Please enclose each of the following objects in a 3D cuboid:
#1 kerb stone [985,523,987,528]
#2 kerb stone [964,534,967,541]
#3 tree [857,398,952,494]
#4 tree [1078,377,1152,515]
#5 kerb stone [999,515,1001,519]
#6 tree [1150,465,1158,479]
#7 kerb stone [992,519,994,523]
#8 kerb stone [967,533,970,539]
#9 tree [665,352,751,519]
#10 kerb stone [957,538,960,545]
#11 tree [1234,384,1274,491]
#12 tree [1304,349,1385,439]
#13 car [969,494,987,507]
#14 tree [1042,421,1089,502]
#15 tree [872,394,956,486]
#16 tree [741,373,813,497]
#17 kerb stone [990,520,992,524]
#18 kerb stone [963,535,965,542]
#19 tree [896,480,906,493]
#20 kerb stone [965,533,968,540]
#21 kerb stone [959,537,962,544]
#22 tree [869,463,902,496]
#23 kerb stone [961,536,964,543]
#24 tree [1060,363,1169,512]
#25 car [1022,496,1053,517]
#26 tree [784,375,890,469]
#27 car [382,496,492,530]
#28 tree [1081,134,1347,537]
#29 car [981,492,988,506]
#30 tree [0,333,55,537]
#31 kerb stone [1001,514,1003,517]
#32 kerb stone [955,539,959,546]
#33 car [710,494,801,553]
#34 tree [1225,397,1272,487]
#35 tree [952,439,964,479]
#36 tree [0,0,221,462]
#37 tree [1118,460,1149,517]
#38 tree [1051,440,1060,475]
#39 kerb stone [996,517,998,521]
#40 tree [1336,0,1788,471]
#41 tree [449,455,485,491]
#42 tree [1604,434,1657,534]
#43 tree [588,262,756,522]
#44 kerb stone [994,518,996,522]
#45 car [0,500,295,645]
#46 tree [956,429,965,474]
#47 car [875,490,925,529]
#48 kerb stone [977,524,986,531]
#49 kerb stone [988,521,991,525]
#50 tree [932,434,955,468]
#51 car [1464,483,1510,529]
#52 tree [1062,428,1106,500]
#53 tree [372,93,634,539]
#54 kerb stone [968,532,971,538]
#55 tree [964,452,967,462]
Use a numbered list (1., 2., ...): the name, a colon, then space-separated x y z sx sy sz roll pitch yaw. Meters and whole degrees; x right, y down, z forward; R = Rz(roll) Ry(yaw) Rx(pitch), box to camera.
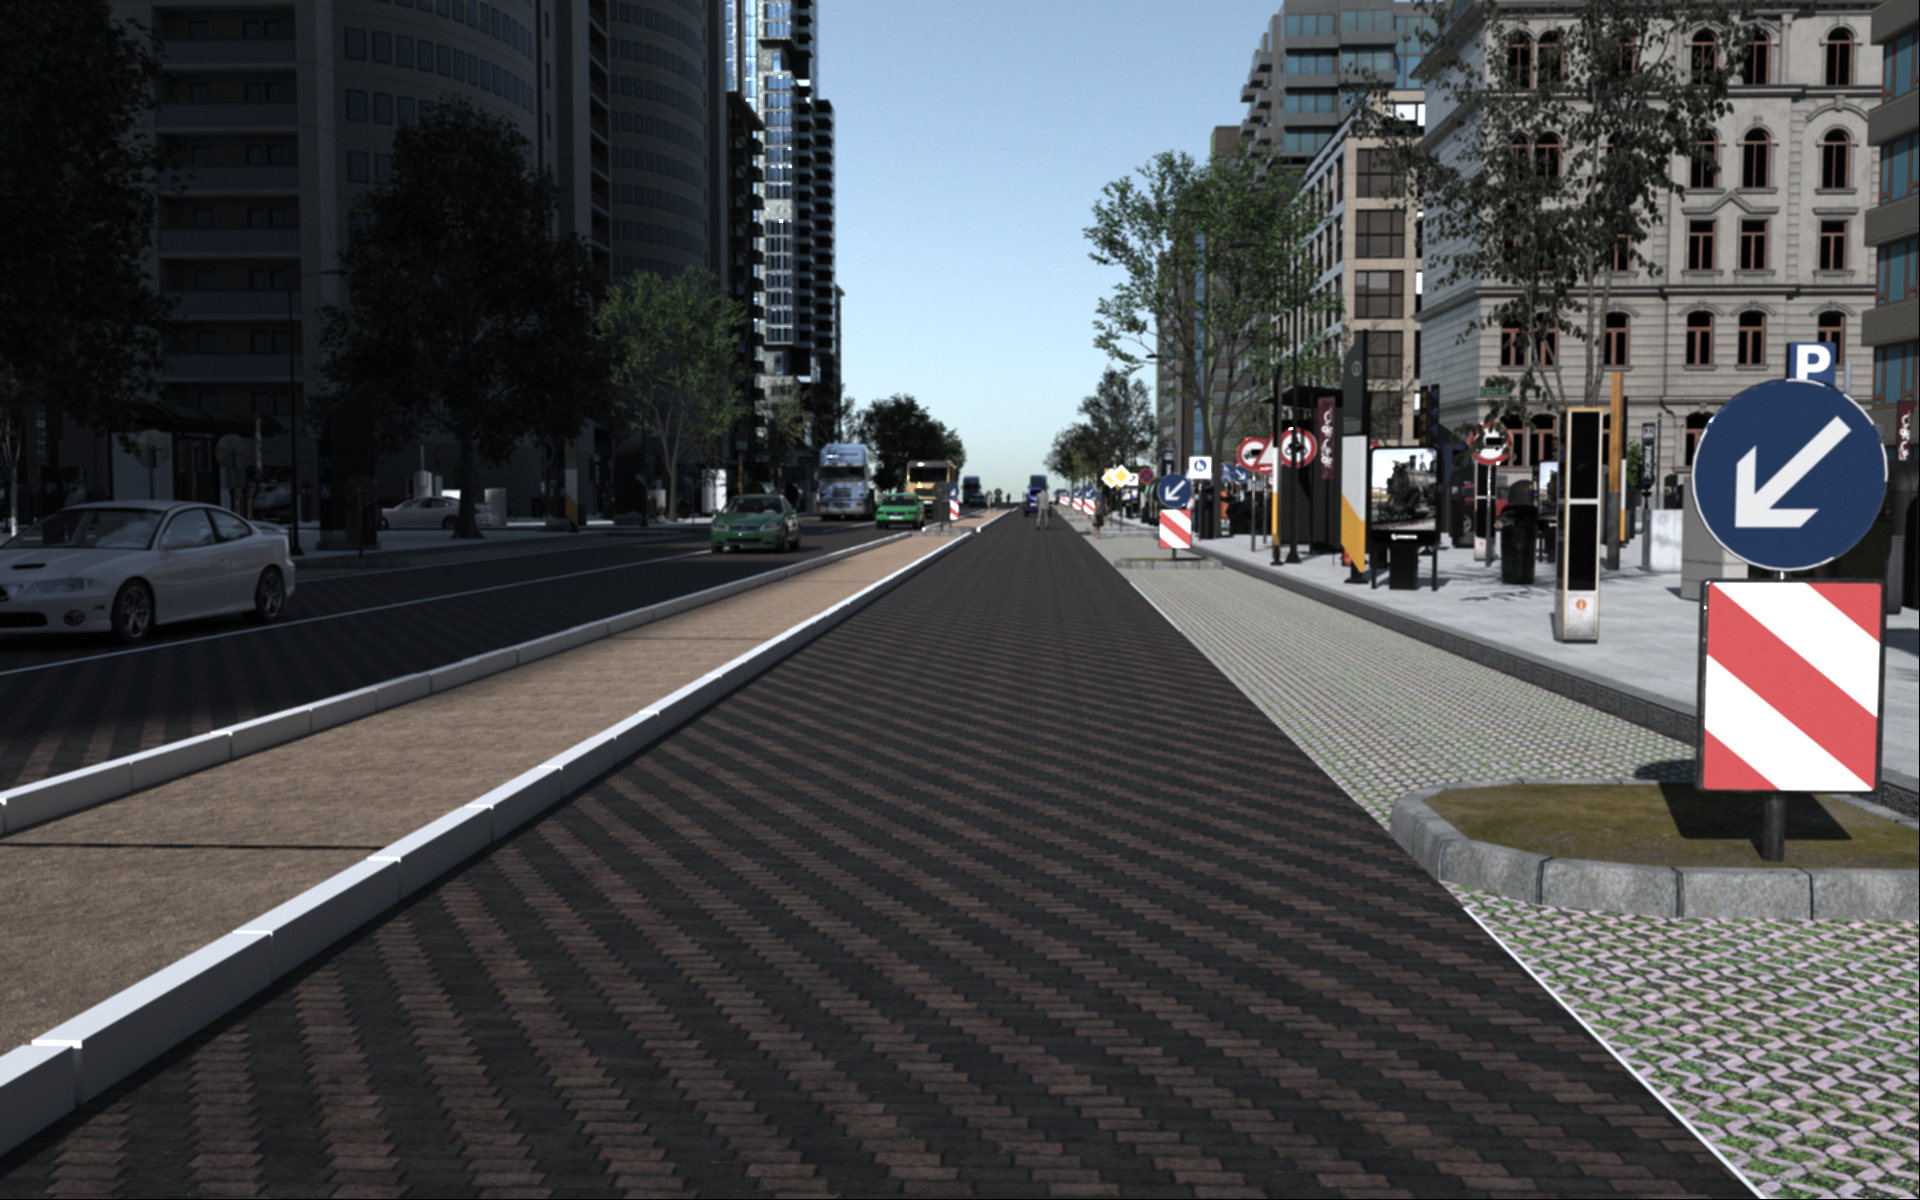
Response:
1. kerb stone: 0.920 -2.962 70.617 0.120 0.150 1.000 0 4 3
2. kerb stone: 0.052 -1.804 51.684 0.120 0.150 1.000 0 4 3
3. tree: -7.739 -16.031 187.867 9.928 11.665 9.643 0 3 0
4. tree: 9.940 -9.562 106.694 4.360 8.622 3.978 0 3 0
5. kerb stone: 2.040 -4.464 95.187 0.120 0.150 1.000 0 4 3
6. tree: 10.541 -6.414 99.471 1.663 3.219 1.824 0 3 0
7. kerb stone: 1.384 -3.587 80.847 0.120 0.150 1.000 0 4 3
8. kerb stone: 0.154 -1.923 53.733 0.120 0.150 1.000 0 4 3
9. tree: -12.887 -8.481 89.019 4.360 8.622 3.978 0 3 0
10. kerb stone: -0.144 -1.552 47.579 0.120 0.150 1.000 0 4 3
11. tree: 19.804 -9.860 111.577 4.360 8.622 3.978 0 3 0
12. tree: 19.099 -8.365 87.128 4.737 8.622 4.395 0 3 0
13. car: 1.973 -10.808 188.705 2.014 1.417 4.499 0 4 3
14. tree: 18.854 -23.223 290.072 12.009 13.543 11.850 0 3 0
15. tree: -6.412 -18.974 216.872 9.857 13.997 8.962 0 3 0
16. tree: -10.909 -9.446 104.798 4.737 8.622 4.395 0 3 0
17. kerb stone: 1.243 -3.400 77.778 0.120 0.150 1.000 0 4 3
18. kerb stone: 0.004 -1.740 50.663 0.120 0.150 1.000 0 4 3
19. tree: -6.881 -12.901 205.530 1.663 3.219 1.824 0 3 0
20. kerb stone: 0.099 -1.866 52.706 0.120 0.150 1.000 0 4 3
21. kerb stone: -0.085 -1.615 48.599 0.120 0.150 1.000 0 4 3
22. tree: -7.765 -11.981 179.606 4.285 4.588 4.351 0 3 0
23. kerb stone: -0.043 -1.678 49.636 0.120 0.150 1.000 0 4 3
24. tree: 11.397 -11.579 123.733 7.601 10.594 8.767 0 4 7
25. car: 4.928 -5.970 110.185 1.945 1.354 3.894 0 4 4
26. tree: -9.616 -12.259 134.852 8.767 10.594 7.601 0 4 -6
27. car: -20.020 -3.214 64.904 4.827 1.381 2.083 0 4 4
28. tree: 7.577 -7.697 51.598 9.928 11.665 9.643 0 3 0
29. car: 2.486 -11.762 202.532 2.015 1.641 3.980 0 4 2
30. tree: -26.641 -5.991 48.323 4.360 8.622 3.978 0 3 0
31. kerb stone: 2.273 -4.775 100.327 0.120 0.150 1.000 0 4 3
32. kerb stone: -0.185 -1.490 46.550 0.120 0.150 1.000 0 4 3
33. car: -5.069 -1.927 43.300 2.131 1.459 4.920 0 4 1
34. tree: 21.887 -11.043 130.919 4.737 8.622 4.395 0 3 0
35. tree: -5.678 -19.119 238.352 9.928 11.665 9.643 0 3 0
36. tree: -15.112 -6.559 24.250 9.611 12.733 9.660 0 3 0
37. tree: 9.345 -6.165 95.404 1.663 3.219 1.824 0 3 0
38. tree: 16.700 -18.108 230.470 7.601 10.594 8.767 1 4 20
39. kerb stone: 1.711 -4.026 88.018 0.120 0.150 1.000 0 4 3
40. tree: 6.412 -4.149 18.201 4.360 8.622 3.978 0 3 0
41. tree: -22.606 -5.126 78.416 1.663 3.219 1.824 0 3 0
42. tree: 21.742 -3.748 55.887 1.663 3.219 1.824 0 3 0
43. tree: -13.125 -9.348 78.596 9.928 11.665 9.643 0 3 0
44. kerb stone: 1.569 -3.838 84.945 0.120 0.150 1.000 0 4 3
45. car: -8.658 -0.344 17.989 2.083 1.381 4.827 0 4 4
46. tree: -3.419 -23.467 290.339 9.857 13.997 8.962 0 3 0
47. car: -2.443 -3.839 71.557 1.959 1.807 4.718 0 4 3
48. kerb stone: 0.864 -2.899 69.597 0.120 0.150 1.000 0 4 3
49. kerb stone: 1.150 -3.270 75.734 0.120 0.150 1.000 0 4 3
50. tree: -3.885 -20.485 269.346 7.601 10.594 8.767 -1 4 -11
51. car: 19.251 -3.251 61.832 5.304 1.827 2.281 0 4 3
52. tree: 13.799 -14.476 187.037 4.737 8.622 4.395 0 3 0
53. tree: -14.177 -8.128 49.896 9.611 12.733 9.660 0 3 0
54. kerb stone: 0.193 -1.991 54.755 0.120 0.150 1.000 0 4 3
55. tree: -2.345 -23.036 302.397 9.928 11.665 9.643 0 3 0
